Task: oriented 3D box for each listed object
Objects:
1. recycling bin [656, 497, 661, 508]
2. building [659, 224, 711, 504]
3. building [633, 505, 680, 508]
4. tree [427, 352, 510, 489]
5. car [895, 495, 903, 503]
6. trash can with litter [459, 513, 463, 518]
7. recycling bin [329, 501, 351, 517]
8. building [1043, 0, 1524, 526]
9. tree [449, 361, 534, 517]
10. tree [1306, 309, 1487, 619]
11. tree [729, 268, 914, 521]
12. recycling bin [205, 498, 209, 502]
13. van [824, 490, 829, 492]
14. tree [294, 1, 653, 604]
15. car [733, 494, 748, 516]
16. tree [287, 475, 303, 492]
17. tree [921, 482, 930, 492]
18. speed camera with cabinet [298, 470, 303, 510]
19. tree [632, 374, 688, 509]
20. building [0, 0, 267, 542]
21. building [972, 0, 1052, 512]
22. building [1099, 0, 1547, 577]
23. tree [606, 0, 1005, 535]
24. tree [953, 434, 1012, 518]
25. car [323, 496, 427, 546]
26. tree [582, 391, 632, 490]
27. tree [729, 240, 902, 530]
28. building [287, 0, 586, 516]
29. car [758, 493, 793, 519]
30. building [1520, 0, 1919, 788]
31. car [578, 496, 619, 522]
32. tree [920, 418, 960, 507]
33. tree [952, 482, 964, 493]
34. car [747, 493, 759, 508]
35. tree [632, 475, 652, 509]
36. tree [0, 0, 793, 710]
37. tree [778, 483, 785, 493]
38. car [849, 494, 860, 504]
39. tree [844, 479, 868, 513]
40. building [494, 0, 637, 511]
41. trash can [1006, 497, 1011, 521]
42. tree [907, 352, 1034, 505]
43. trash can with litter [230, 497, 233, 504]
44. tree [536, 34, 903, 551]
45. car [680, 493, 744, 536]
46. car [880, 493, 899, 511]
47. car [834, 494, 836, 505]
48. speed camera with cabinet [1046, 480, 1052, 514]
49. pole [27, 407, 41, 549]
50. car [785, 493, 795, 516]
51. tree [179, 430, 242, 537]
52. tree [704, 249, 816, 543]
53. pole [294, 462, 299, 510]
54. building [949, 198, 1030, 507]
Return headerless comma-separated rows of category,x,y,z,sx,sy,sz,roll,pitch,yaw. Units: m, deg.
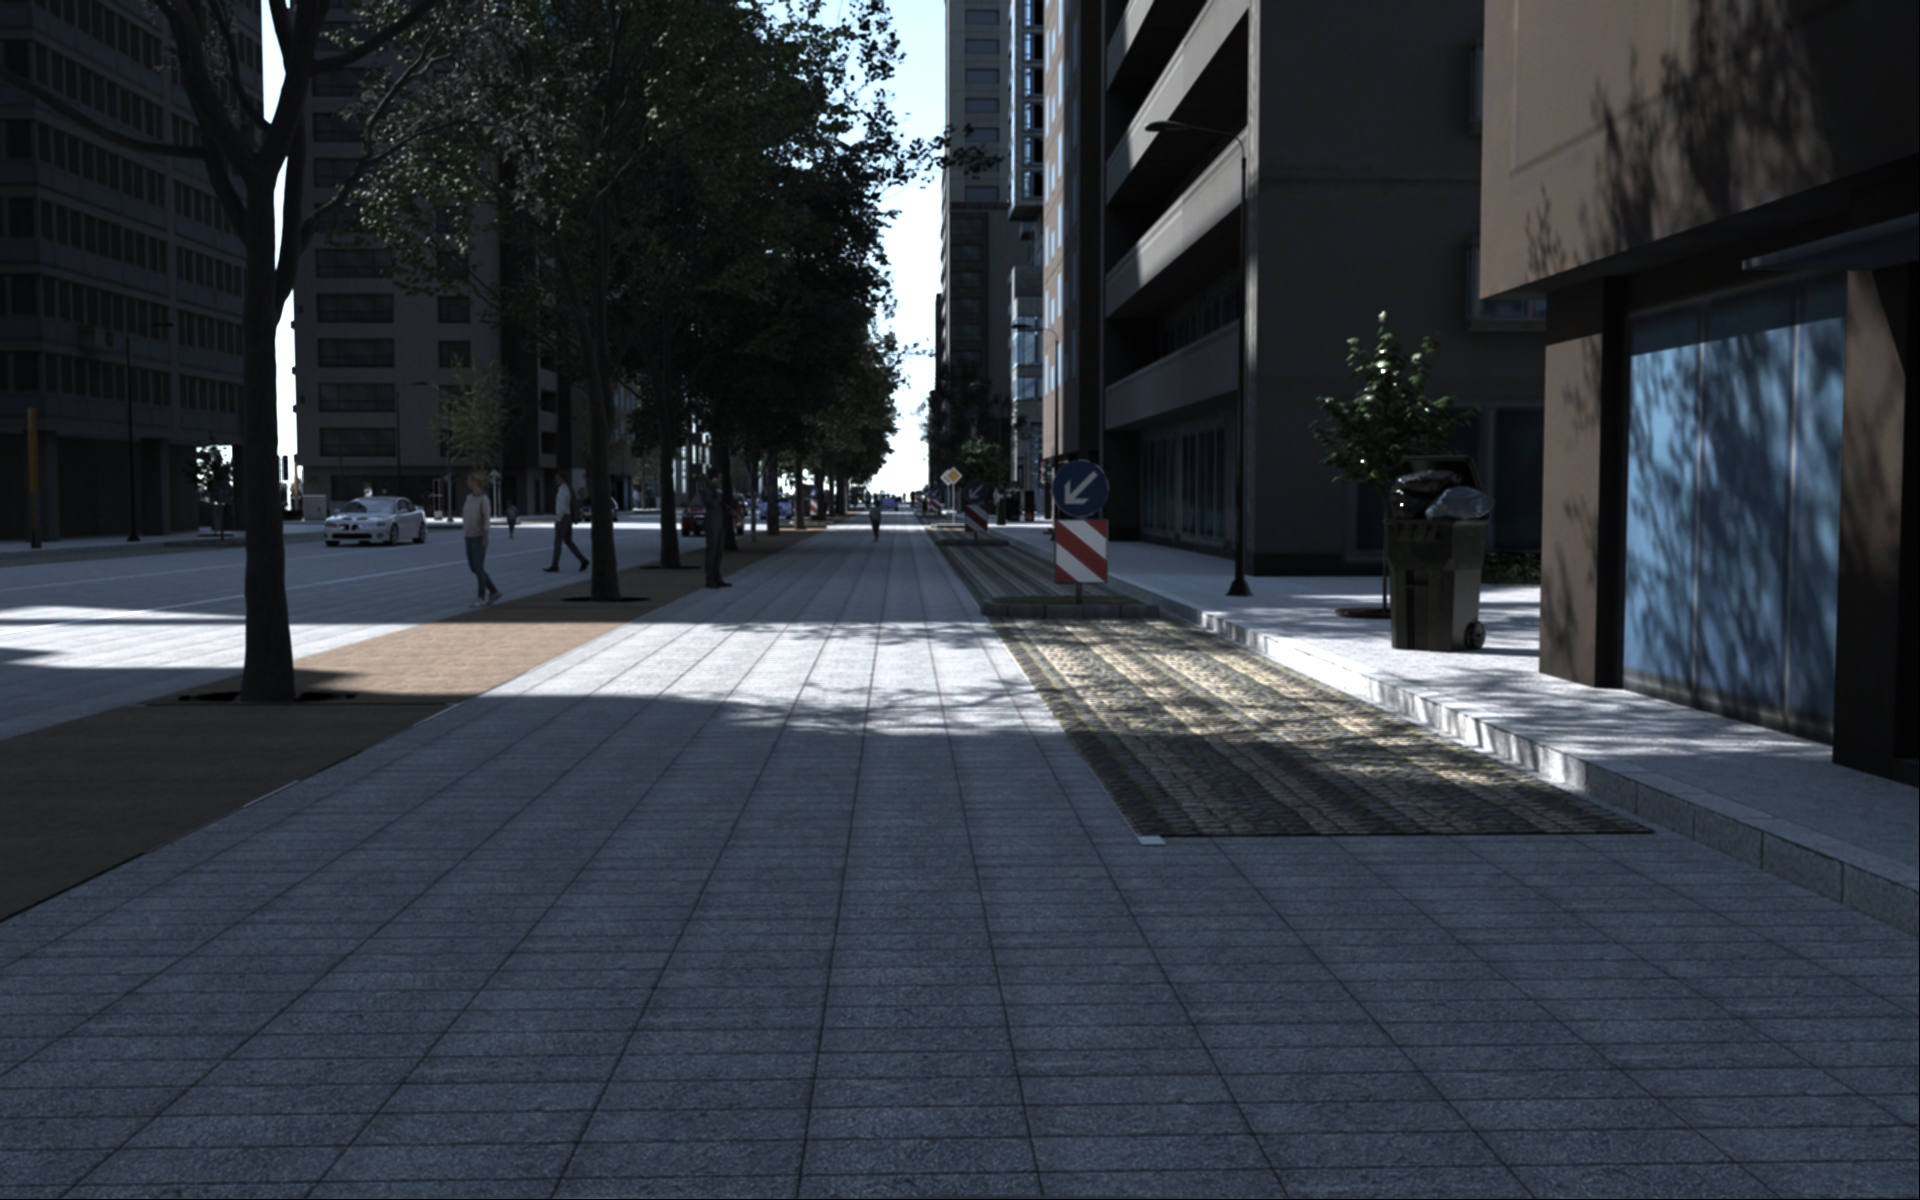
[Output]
recycling bin,-26.802,-8.718,155.100,0.722,1.027,0.722,-1,4,-14
building,-40.426,-35.616,201.935,23.786,49.044,30.456,0,4,-2
building,-38.203,-52.425,169.825,22.319,86.520,31.000,0,4,-2
tree,-24.916,-8.466,88.786,4.737,8.622,4.395,0,3,0
car,-9.824,-15.621,267.975,1.945,1.354,3.894,0,4,-3
trash can with litter,-26.205,-4.941,92.179,1.055,1.170,0.624,2,4,23
recycling bin,-22.635,-3.111,63.423,0.722,1.027,0.722,0,4,-6
building,10.492,-25.198,62.099,14.600,45.320,14.200,0,4,-2
tree,-25.546,-8.843,94.939,4.360,8.622,3.978,0,3,0
tree,4.453,-1.449,18.300,1.663,3.219,1.824,0,3,0
tree,-7.121,-10.217,86.516,9.611,12.733,9.660,0,3,0
recycling bin,-55.427,-6.983,126.727,0.722,1.027,0.722,-3,5,-41
van,-20.568,-15.981,265.675,2.240,2.365,5.245,0,4,-2
tree,-4.843,-5.789,22.861,9.928,11.665,9.643,0,3,0
car,-14.766,-6.295,112.714,2.009,1.686,4.222,0,4,-3
tree,-58.130,-9.643,152.256,1.663,3.219,1.824,0,3,0
tree,-5.403,-17.609,282.512,1.663,3.219,1.824,0,3,0
speed camera with cabinet,-54.477,-9.100,143.126,0.660,3.252,2.038,-1,4,-12
tree,-26.343,-13.806,143.858,7.486,12.596,7.792,0,3,0
building,-35.847,-22.143,53.912,23.993,40.220,32.217,0,4,-2
building,12.737,-50.544,139.072,22.319,86.520,31.000,0,4,-2
building,14.851,-25.234,36.285,21.300,48.544,21.600,0,4,-2
tree,-5.203,-12.233,58.356,12.611,20.169,13.585,0,3,0
tree,1.175,-6.767,94.359,4.285,4.588,4.351,0,3,0
car,-16.532,-2.249,49.132,2.083,1.381,4.827,0,4,-2
tree,-24.863,-10.303,118.814,4.737,8.622,4.395,0,3,0
tree,-6.322,-9.058,68.685,7.486,12.596,7.792,0,3,0
building,-31.136,-20.374,104.810,14.160,30.474,14.107,0,4,-2
car,-10.500,-5.458,98.834,1.945,1.707,3.694,0,4,-3
building,10.941,-21.682,4.613,14.600,45.320,14.200,0,4,-2
car,-18.741,-4.698,89.387,1.945,1.354,3.894,0,4,-1
tree,-1.491,-13.060,163.899,4.360,8.622,3.978,0,3,0
tree,-0.032,-8.889,139.930,1.663,3.219,1.824,0,3,0
car,-20.848,-9.880,171.136,1.945,1.707,3.694,0,4,-1
tree,-28.196,-9.634,152.119,1.663,3.219,1.824,0,3,0
tree,-4.835,-6.050,11.749,12.009,13.543,11.850,0,3,0
tree,-31.207,-18.807,302.093,1.663,3.219,1.824,0,3,0
car,-14.985,-14.022,241.259,2.014,1.417,4.499,0,4,-3
tree,-8.540,-10.863,130.430,4.360,8.622,3.978,0,3,0
building,-32.145,-29.251,128.358,14.600,45.320,14.200,0,4,-2
trash can,2.477,-4.340,82.612,0.748,1.137,0.748,0,3,0
tree,0.633,-10.902,112.655,8.767,10.594,7.601,0,4,3
trash can with litter,-59.962,-8.002,142.223,1.055,1.170,0.624,-3,5,-40
tree,-5.881,-8.173,42.748,9.857,13.997,8.962,0,3,0
car,-8.541,-3.115,59.975,2.155,1.783,4.494,0,4,-1
car,-6.158,-8.458,147.881,1.945,1.707,3.694,0,4,-4
car,-13.713,-11.492,196.686,1.959,1.807,4.718,0,4,-2
speed camera with cabinet,6.620,-7.340,114.351,2.038,3.252,0.660,-2,4,-28
pole,-21.769,-2.867,40.711,0.158,3.312,0.155,0,3,0
car,-11.633,-6.326,112.474,2.155,1.783,4.494,0,4,-2
tree,-22.809,-3.549,52.621,1.663,3.219,1.824,0,3,0
tree,-6.010,-5.950,50.106,4.360,8.622,3.978,0,3,0
pole,-40.455,-6.833,105.564,0.158,3.312,0.155,0,3,0
building,5.828,-24.579,173.574,14.160,30.474,14.107,0,4,-2
